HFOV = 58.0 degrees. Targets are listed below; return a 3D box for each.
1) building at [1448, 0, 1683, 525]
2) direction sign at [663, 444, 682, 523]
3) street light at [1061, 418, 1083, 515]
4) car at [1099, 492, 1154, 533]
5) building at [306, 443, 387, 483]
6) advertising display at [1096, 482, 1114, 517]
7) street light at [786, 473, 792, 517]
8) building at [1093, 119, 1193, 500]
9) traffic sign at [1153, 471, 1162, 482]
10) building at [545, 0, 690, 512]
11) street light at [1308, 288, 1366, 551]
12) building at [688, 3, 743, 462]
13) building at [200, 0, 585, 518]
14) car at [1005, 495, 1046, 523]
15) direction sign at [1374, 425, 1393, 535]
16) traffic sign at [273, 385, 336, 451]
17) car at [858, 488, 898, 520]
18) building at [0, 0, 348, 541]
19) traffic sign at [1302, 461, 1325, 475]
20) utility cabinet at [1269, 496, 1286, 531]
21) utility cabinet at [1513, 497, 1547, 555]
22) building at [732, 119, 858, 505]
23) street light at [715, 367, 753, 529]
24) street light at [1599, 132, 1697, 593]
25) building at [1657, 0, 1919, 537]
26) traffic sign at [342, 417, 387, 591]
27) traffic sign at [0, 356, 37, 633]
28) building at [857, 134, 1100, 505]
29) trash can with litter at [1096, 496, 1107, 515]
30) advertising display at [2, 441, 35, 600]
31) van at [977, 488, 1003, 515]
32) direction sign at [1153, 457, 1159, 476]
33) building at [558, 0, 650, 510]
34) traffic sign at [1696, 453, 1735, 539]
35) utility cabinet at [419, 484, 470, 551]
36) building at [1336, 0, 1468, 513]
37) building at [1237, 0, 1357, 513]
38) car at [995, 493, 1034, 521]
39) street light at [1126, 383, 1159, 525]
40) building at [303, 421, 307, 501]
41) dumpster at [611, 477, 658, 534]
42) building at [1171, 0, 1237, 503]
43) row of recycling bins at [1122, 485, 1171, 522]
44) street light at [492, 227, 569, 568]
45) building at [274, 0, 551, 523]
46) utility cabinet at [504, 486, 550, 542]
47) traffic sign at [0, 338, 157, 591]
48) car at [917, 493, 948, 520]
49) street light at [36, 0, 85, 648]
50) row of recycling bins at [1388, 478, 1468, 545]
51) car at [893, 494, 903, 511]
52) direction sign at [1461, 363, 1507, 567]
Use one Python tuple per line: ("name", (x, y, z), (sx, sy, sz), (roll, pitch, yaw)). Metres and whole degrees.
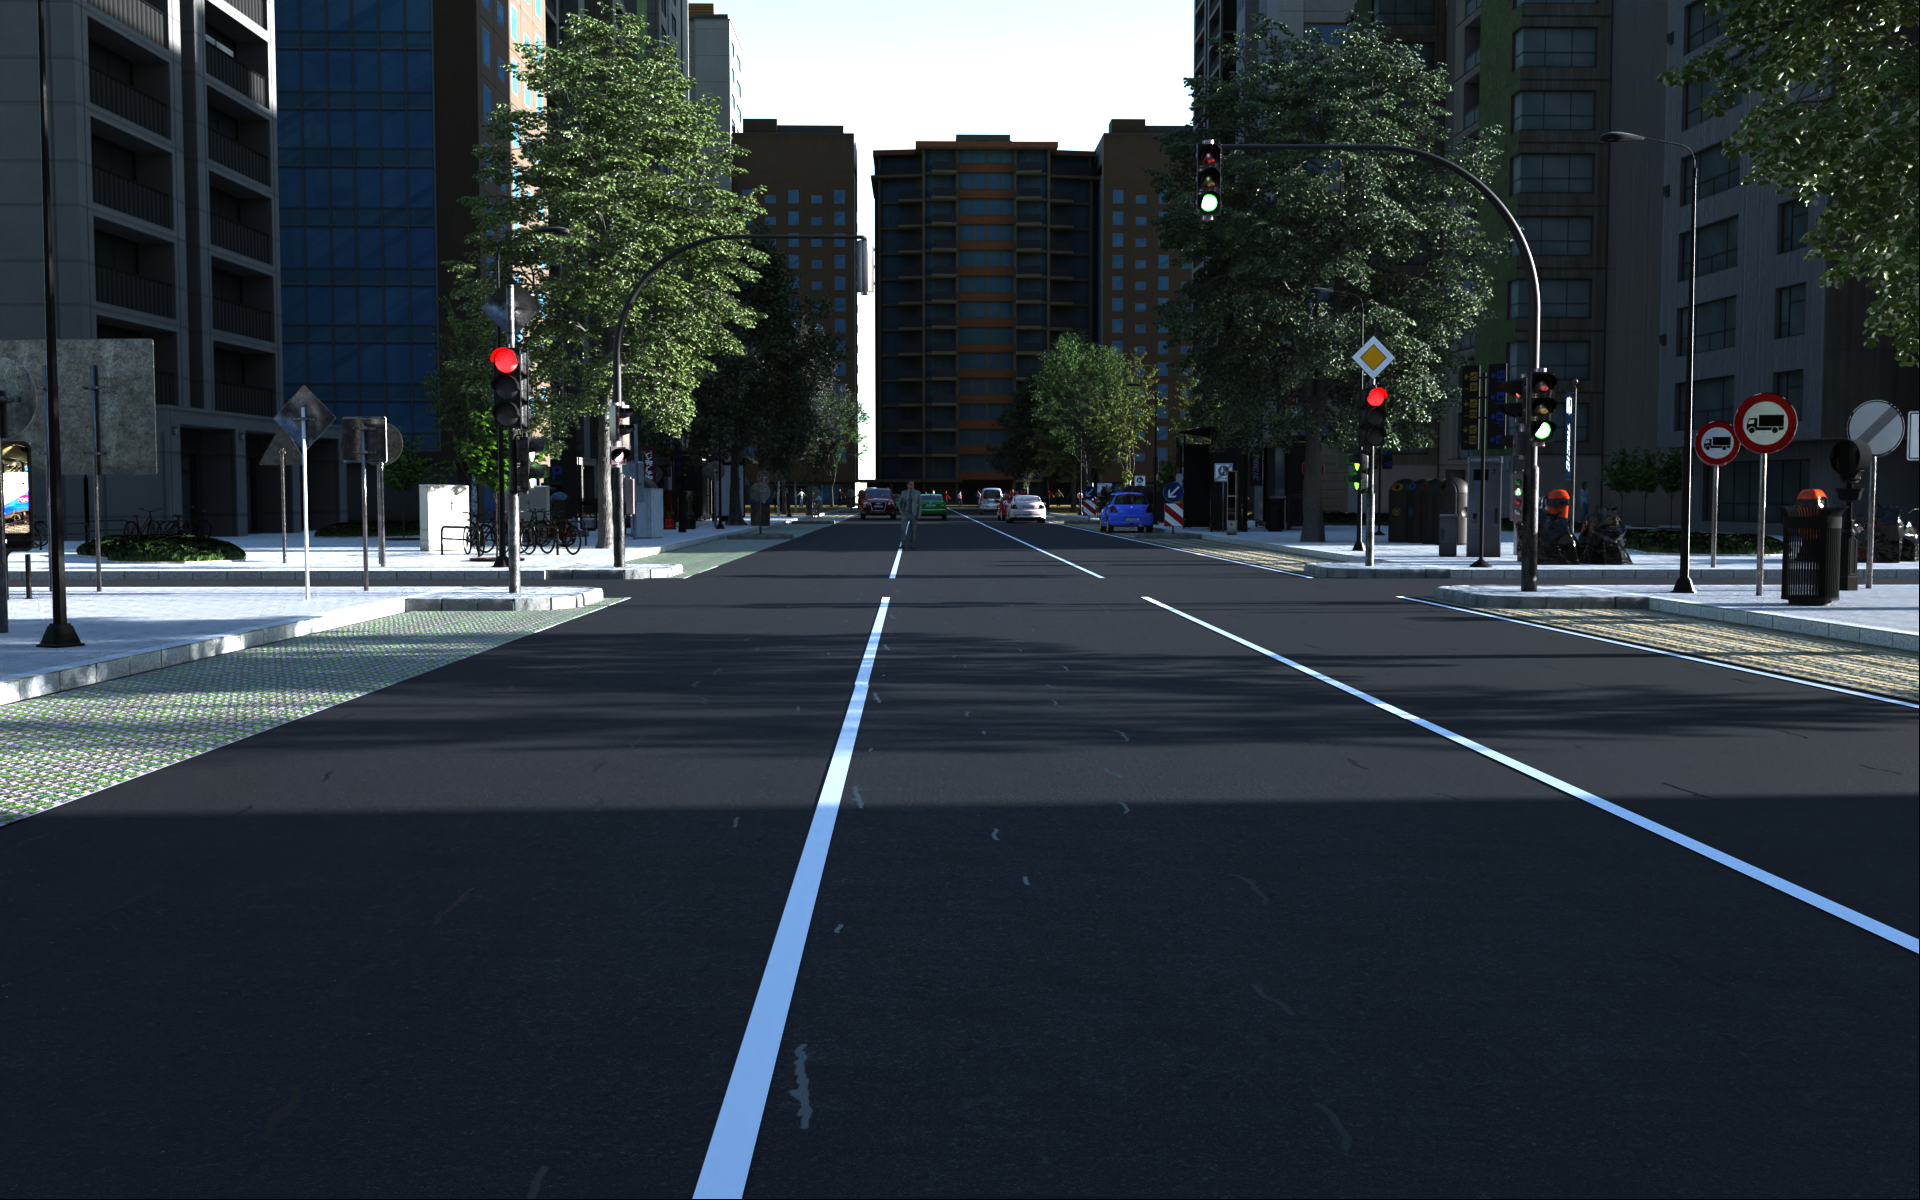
("building", (29.517, -24.058, 76.938), (14.154, 41.232, 14.086), (0, 4, -1))
("direction sign", (-12.928, -5.257, 77.941), (0.876, 3.537, 0.379), (-2, 4, -29))
("street light", (6.848, -8.157, 105.907), (1.470, 5.913, 1.316), (0, 4, -1))
("car", (6.199, -3.379, 64.840), (1.945, 1.707, 3.694), (0, 4, -2))
("building", (-58.348, -28.043, 150.387), (23.993, 40.220, 32.217), (0, 4, -1))
("advertising display", (7.925, -5.473, 94.689), (0.974, 1.923, 0.123), (2, 4, 28))
("street light", (-9.038, -7.607, 96.920), (1.470, 5.913, 1.316), (0, 4, -1))
("building", (23.685, -34.257, 210.211), (14.200, 45.320, 14.600), (0, 4, -1))
("traffic sign", (11.142, -5.904, 96.635), (0.768, 2.556, 0.104), (0, 3, 0))
("building", (-35.732, -43.891, 155.872), (20.611, 71.187, 20.563), (0, 4, -1))
("street light", (8.517, -4.073, 39.132), (1.470, 5.913, 1.316), (0, 4, -1))
("building", (-40.911, -40.978, 211.984), (28.212, 58.520, 21.231), (0, 4, -1))
("building", (-35.472, -41.343, 114.210), (20.563, 71.187, 20.611), (0, 4, -1))
("car", (3.278, -4.527, 86.386), (2.083, 1.381, 4.827), (0, 4, 0))
("direction sign", (13.074, -3.788, 53.938), (0.876, 3.537, 0.379), (-1, 4, -19))
("traffic sign", (-7.935, -1.299, 20.977), (0.795, 2.593, 0.064), (0, 4, 7))
("car", (-4.682, -5.525, 99.006), (2.281, 1.827, 5.304), (0, 4, -3))
("building", (-32.107, -37.744, 55.370), (20.563, 71.187, 20.611), (0, 4, -1))
("traffic sign", (11.947, -3.583, 58.686), (0.768, 2.556, 0.104), (0, 4, 1))
("utility cabinet", (11.097, -3.022, 60.566), (0.306, 1.237, 1.020), (2, 4, 28))
("utility cabinet", (12.228, -1.551, 36.521), (1.020, 1.237, 0.306), (0, 4, 3))
("building", (-19.639, -34.245, 210.023), (14.200, 45.320, 14.600), (0, 4, -1))
("street light", (-8.265, -5.560, 63.450), (1.470, 5.913, 1.316), (0, 4, -1))
("street light", (8.899, -3.050, 22.405), (1.470, 5.913, 1.316), (0, 4, -1))
("building", (31.404, -17.214, 53.147), (14.107, 30.474, 14.160), (0, 4, -1))
("traffic sign", (-7.872, -1.271, 22.903), (0.606, 2.300, 0.079), (0, 4, 6))
("traffic sign", (-8.848, -0.969, 15.944), (0.768, 2.556, 0.104), (0, 4, 8))
("building", (2.041, -34.201, 213.815), (28.867, 44.769, 22.147), (0, 4, -1))
("trash can with litter", (7.840, -5.018, 93.438), (0.624, 1.170, 1.055), (3, 4, 37))
("advertising display", (-11.695, -0.956, 20.853), (0.123, 1.923, 0.974), (3, 5, 45))
("van", (2.155, -6.843, 118.893), (2.013, 2.044, 4.112), (0, 3, 0))
("direction sign", (11.966, -6.960, 105.790), (0.379, 3.537, 0.876), (2, 4, 28))
("building", (-31.863, -27.463, 132.611), (14.154, 41.232, 14.086), (0, 4, -1))
("traffic sign", (13.851, -1.937, 31.774), (0.768, 2.556, 0.104), (0, 4, 6))
("utility cabinet", (-11.649, -1.865, 39.177), (0.318, 1.500, 1.173), (2, 4, 33))
("building", (28.881, -20.037, 99.313), (14.160, 30.474, 14.107), (0, 4, -1))
("building", (31.704, -36.080, 131.907), (21.231, 58.520, 28.212), (0, 4, -1))
("car", (2.981, -5.162, 93.444), (2.155, 1.783, 4.494), (0, 4, -3))
("street light", (7.669, -6.126, 72.708), (1.470, 5.913, 1.316), (0, 4, -1))
("building", (-69.556, -40.950, 211.527), (28.212, 58.520, 21.231), (0, 4, -1))
("dumpster", (-10.244, -2.988, 54.606), (1.264, 1.857, 1.865), (0, 4, -2))
("building", (30.659, -43.928, 156.474), (20.563, 71.187, 20.611), (0, 4, -1))
("row of recycling bins", (8.811, -4.596, 82.265), (1.069, 1.692, 3.534), (-2, 4, -26))
("street light", (-7.492, -3.530, 30.250), (1.470, 5.913, 1.316), (0, 4, -1))
("building", (-27.951, -26.393, 81.630), (14.600, 45.320, 14.200), (0, 4, -1))
("utility cabinet", (-11.407, -2.256, 45.557), (1.173, 1.500, 0.318), (0, 4, 4))
("traffic sign", (-11.664, -1.766, 22.744), (2.265, 3.308, 0.079), (0, 4, 3))
("car", (-1.633, -5.343, 96.152), (1.959, 1.807, 4.718), (0, 4, -1))
("street light", (-7.040, -2.562, 14.426), (1.470, 5.913, 1.316), (0, 4, -1))
("row of recycling bins", (12.235, -2.323, 45.091), (1.069, 1.692, 3.534), (-1, 4, -12))
("car", (-5.052, -7.271, 127.681), (1.959, 1.807, 4.718), (0, 4, -2))
("direction sign", (9.168, -2.347, 30.370), (0.379, 3.537, 0.876), (-3, 5, -40))
